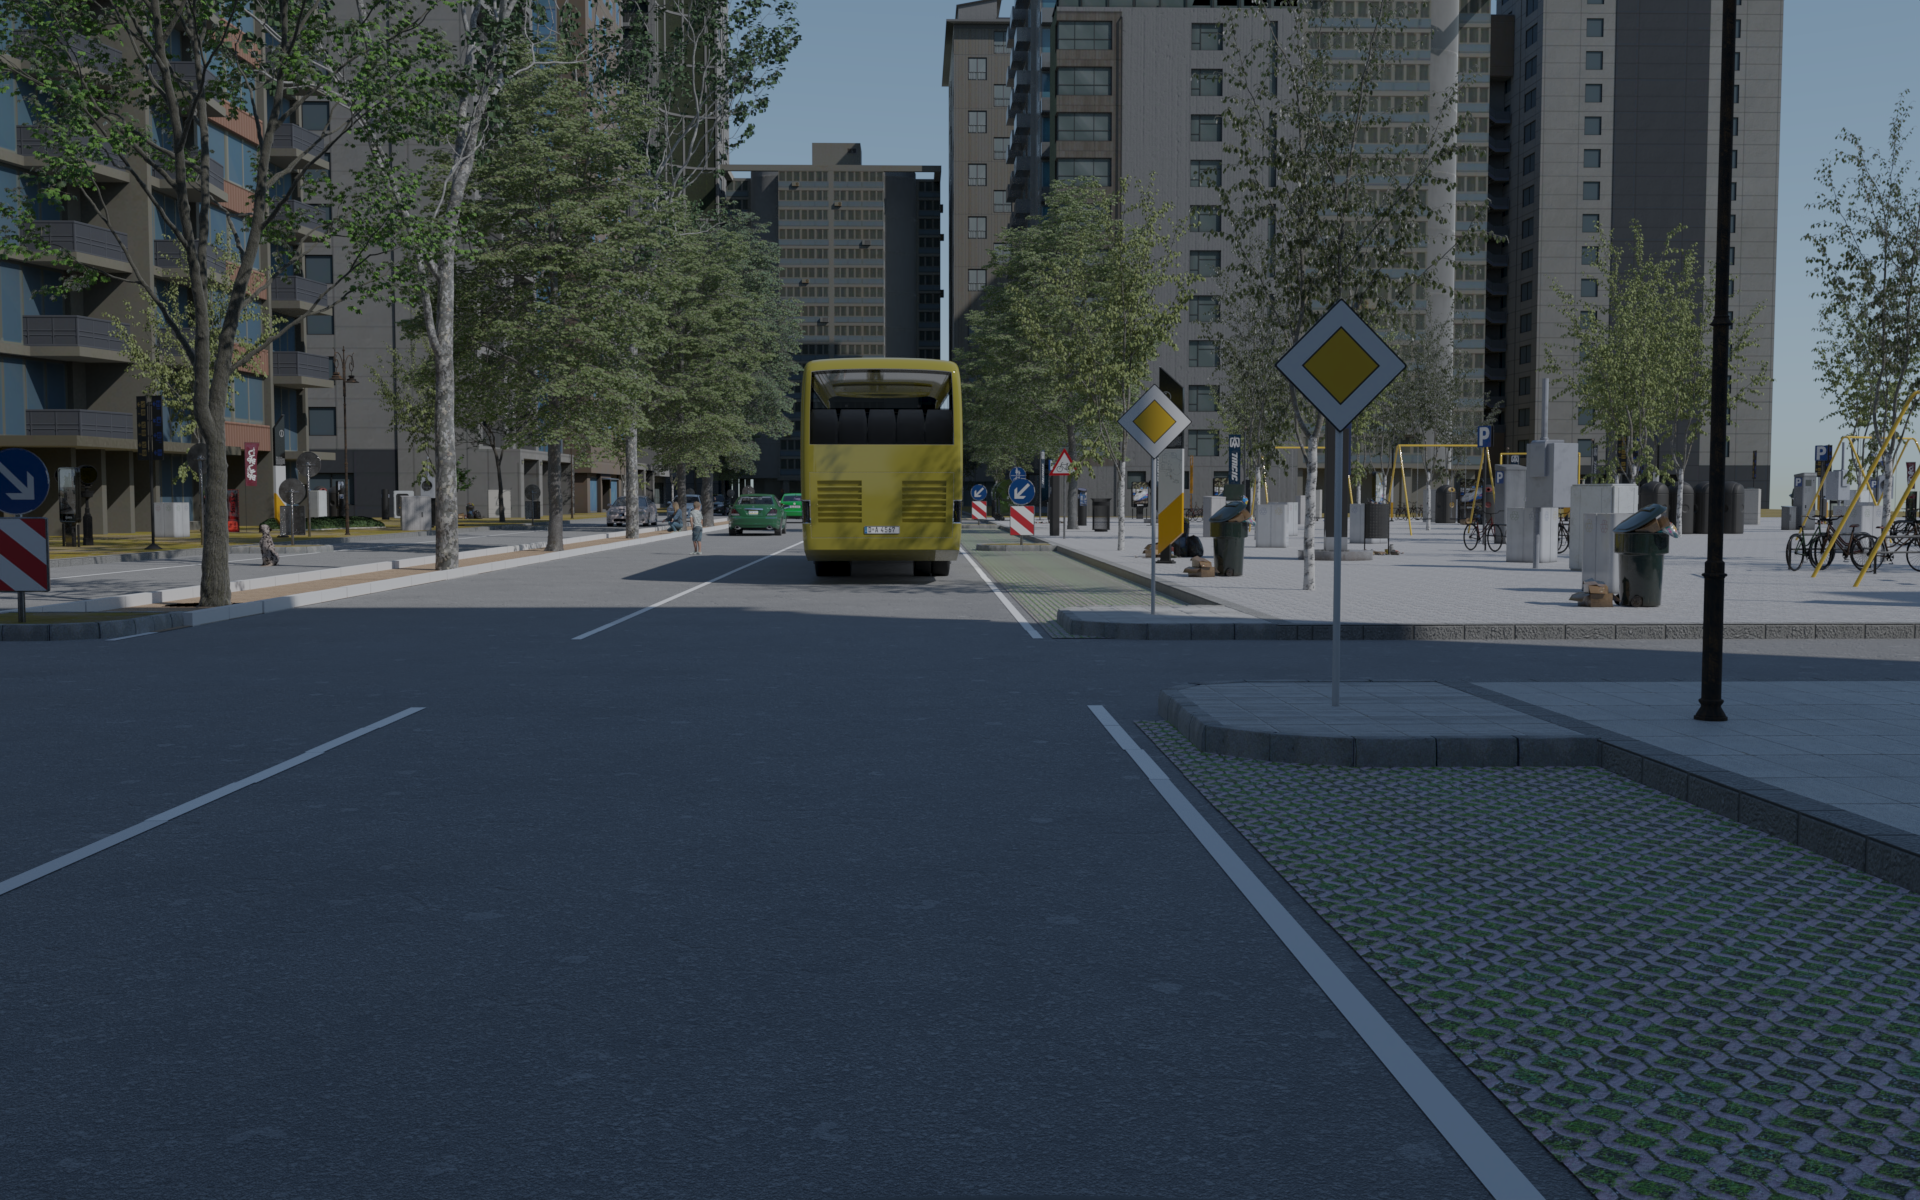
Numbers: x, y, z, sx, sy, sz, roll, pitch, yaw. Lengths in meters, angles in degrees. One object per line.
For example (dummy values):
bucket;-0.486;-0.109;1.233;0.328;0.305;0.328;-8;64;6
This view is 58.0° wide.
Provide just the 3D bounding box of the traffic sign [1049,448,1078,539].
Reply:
traffic sign;2.982;-3.027;49.492;0.884;2.594;0.081;0;4;0

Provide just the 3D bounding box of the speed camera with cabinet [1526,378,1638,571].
speed camera with cabinet;10.451;-2.128;29.130;0.660;3.252;2.038;-2;4;-24

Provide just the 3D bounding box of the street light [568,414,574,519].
street light;-20.269;-7.190;90.336;0.468;5.910;1.993;0;4;-2

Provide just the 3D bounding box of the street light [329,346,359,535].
street light;-19.222;-4.978;54.179;0.468;5.910;1.993;0;4;-2

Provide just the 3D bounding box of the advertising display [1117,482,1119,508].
advertising display;8.233;-5.165;89.655;0.123;1.923;0.974;0;4;2

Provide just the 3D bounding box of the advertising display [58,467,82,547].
advertising display;-21.622;-2.255;42.077;0.974;1.923;0.123;3;5;40

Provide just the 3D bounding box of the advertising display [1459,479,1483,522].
advertising display;21.812;-4.199;73.870;0.974;1.923;0.123;2;4;27

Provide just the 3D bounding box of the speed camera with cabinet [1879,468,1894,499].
speed camera with cabinet;44.385;-5.517;84.538;2.038;3.252;0.660;1;4;8

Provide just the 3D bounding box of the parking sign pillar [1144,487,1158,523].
parking sign pillar;8.845;-5.383;76.491;1.447;3.967;1.447;0;4;-5

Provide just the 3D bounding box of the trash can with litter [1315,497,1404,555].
trash can with litter;8.407;-1.566;36.657;2.233;1.210;1.678;0;4;2

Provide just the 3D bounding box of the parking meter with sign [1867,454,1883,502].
parking meter with sign;39.680;-4.829;75.223;0.543;3.016;1.738;1;4;19

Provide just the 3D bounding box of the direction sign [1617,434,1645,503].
direction sign;25.217;-4.484;65.304;0.876;3.537;0.379;2;4;35

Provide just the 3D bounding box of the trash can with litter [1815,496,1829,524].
trash can with litter;36.920;-3.830;73.673;1.678;1.210;2.233;2;4;35

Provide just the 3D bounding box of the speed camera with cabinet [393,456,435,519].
speed camera with cabinet;-28.592;-5.896;90.729;2.038;3.252;0.660;-1;4;-10

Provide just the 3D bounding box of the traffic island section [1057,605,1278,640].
traffic island section;2.100;0.234;18.459;2.009;0.180;2.903;0;4;-2

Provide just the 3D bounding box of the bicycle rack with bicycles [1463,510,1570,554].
bicycle rack with bicycles;12.824;-1.527;38.356;2.852;0.926;2.925;-1;4;-8

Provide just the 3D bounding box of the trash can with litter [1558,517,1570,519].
trash can with litter;31.404;-4.807;89.649;2.233;1.210;1.678;0;4;-5

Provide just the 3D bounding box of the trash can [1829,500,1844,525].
trash can;35.988;-3.632;71.041;0.748;1.137;0.748;0;3;0

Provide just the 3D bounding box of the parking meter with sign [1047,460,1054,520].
parking meter with sign;4.666;-5.562;87.200;0.543;3.016;1.738;0;4;8

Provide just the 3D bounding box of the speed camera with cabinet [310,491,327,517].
speed camera with cabinet;-30.708;-5.314;81.226;2.038;3.252;0.660;1;4;21

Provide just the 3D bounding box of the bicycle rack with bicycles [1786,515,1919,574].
bicycle rack with bicycles;15.021;-0.951;28.935;2.925;0.926;2.852;-1;4;-18

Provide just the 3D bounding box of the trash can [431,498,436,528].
trash can;-20.285;-3.325;66.020;0.748;1.137;0.748;0;3;0

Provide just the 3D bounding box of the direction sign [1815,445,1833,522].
direction sign;39.921;-5.390;80.125;0.379;3.537;0.876;-2;4;-26

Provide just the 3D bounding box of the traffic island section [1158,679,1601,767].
traffic island section;2.316;0.722;10.476;2.009;0.180;2.903;0;4;-2

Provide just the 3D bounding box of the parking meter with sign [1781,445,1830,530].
parking meter with sign;30.088;-4.004;61.729;1.738;3.016;0.543;-1;4;-23

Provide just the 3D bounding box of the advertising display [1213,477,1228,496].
advertising display;10.080;-3.720;66.040;0.974;1.923;0.123;-1;4;-21

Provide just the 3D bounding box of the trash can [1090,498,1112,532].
trash can;4.796;-2.887;58.863;0.748;1.137;0.748;0;3;0

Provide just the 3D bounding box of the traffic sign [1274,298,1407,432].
traffic sign;2.293;-0.502;10.393;0.795;2.593;0.064;0;4;-2

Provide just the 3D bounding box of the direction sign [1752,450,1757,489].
direction sign;41.301;-5.999;90.082;0.379;3.537;0.876;1;4;14

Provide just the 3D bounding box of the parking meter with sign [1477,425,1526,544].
parking meter with sign;14.168;-2.951;44.508;1.738;3.016;0.543;-1;4;-20

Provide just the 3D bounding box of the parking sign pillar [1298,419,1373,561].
parking sign pillar;7.350;-2.773;33.807;1.447;3.967;1.447;1;4;10

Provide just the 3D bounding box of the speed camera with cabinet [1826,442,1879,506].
speed camera with cabinet;34.154;-4.413;66.488;2.038;3.252;0.660;-2;4;-27

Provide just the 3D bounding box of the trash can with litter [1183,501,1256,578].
trash can with litter;4.020;-0.947;26.868;1.055;1.170;0.624;-2;4;-33

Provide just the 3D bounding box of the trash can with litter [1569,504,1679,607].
trash can with litter;7.538;-0.507;19.679;1.055;1.170;0.624;0;4;-7

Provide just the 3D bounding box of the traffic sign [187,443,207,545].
traffic sign;-18.919;-2.635;43.188;0.768;2.556;0.104;0;4;7

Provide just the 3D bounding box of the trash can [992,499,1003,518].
trash can;1.973;-4.863;91.169;0.748;1.137;0.748;0;3;0

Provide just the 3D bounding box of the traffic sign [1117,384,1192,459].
traffic sign;2.077;-0.990;18.375;0.795;2.593;0.064;0;4;-2

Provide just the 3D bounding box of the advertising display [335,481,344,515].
advertising display;-29.680;-4.754;82.941;0.123;1.923;0.974;0;4;-3

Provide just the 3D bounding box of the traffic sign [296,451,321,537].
traffic sign;-19.483;-3.161;51.794;0.768;2.556;0.104;0;4;5

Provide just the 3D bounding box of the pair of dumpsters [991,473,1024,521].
pair of dumpsters;2.389;-4.998;84.209;1.574;2.255;4.437;0;4;-1

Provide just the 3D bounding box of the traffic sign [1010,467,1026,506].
traffic sign;2.719;-4.974;81.437;0.768;2.556;0.104;0;4;6

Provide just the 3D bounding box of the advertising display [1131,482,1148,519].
advertising display;9.279;-5.148;89.385;0.974;1.923;0.123;-2;4;-26

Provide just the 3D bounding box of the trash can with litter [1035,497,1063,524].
trash can with litter;3.699;-3.950;75.643;2.233;1.210;1.678;-2;4;-32

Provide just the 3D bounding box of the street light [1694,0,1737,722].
street light;4.270;-2.256;9.672;0.468;5.910;1.993;0;4;-2

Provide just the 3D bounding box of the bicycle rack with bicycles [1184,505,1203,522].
bicycle rack with bicycles;11.470;-4.090;80.260;2.925;0.926;2.852;0;4;-2

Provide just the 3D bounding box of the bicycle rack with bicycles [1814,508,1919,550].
bicycle rack with bicycles;23.760;-1.838;43.430;2.852;0.926;2.925;-2;4;-26

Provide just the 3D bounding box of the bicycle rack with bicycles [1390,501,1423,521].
bicycle rack with bicycles;22.054;-4.352;84.536;2.852;0.926;2.925;-1;4;-19

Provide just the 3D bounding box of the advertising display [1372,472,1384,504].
advertising display;12.084;-2.747;50.121;0.123;1.923;0.974;2;4;27

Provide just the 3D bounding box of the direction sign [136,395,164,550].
direction sign;-18.645;-2.932;39.928;0.876;3.537;0.379;2;4;28

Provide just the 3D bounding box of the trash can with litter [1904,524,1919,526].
trash can with litter;39.466;-3.640;70.567;1.678;1.210;2.233;3;4;36
